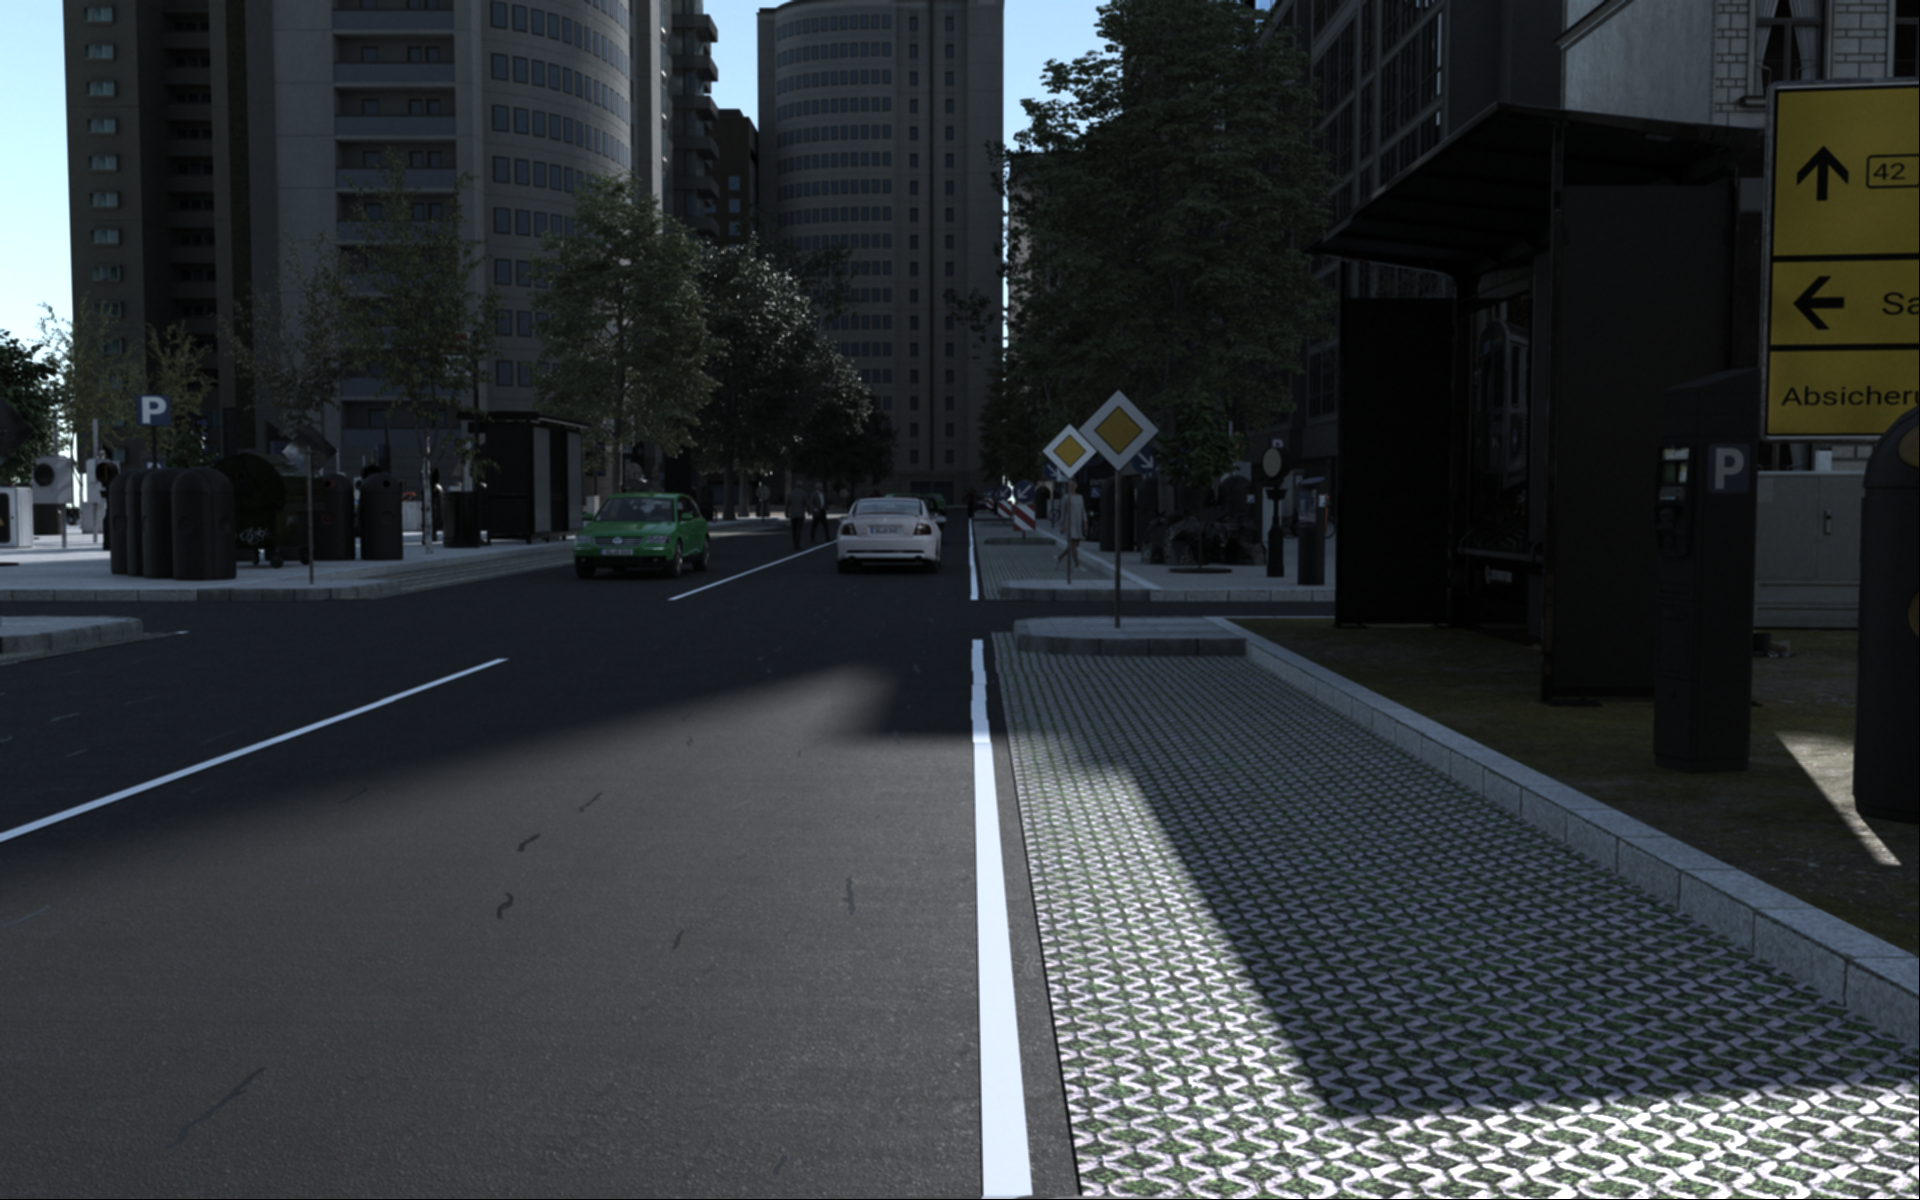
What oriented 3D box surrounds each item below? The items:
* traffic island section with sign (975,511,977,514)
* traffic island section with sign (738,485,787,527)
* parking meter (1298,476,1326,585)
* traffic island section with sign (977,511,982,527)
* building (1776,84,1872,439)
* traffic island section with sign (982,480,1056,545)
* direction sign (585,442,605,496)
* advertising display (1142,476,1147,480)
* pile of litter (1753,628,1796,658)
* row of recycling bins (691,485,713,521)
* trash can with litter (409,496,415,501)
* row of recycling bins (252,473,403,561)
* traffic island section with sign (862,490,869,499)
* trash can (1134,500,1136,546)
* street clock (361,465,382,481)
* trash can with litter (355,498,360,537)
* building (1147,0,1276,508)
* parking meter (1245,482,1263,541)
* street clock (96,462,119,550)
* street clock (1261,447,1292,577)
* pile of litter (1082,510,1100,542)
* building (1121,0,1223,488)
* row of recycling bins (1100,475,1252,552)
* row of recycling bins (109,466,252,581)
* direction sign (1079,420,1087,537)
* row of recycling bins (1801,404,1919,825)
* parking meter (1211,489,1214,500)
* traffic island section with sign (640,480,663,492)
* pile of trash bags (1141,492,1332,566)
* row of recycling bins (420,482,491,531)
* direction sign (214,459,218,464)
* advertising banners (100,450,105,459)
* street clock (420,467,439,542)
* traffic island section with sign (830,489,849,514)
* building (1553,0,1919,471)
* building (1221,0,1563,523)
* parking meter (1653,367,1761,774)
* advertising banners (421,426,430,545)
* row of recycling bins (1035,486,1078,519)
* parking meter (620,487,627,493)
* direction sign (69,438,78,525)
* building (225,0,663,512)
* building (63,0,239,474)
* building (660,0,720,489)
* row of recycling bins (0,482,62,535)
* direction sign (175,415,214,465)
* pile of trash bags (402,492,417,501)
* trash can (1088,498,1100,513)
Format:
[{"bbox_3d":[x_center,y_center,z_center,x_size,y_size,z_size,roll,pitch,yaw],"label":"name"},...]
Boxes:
[{"bbox_3d":[2.093,-7.203,126.397,1.989,1.847,2.006,0,4,0],"label":"traffic island section with sign"},{"bbox_3d":[-8.674,-4.145,76.405,1.989,1.847,2.006,0,4,0],"label":"traffic island section with sign"},{"bbox_3d":[4.965,-0.981,24.449,0.372,1.533,0.369,0,3,0],"label":"parking meter"},{"bbox_3d":[1.844,-4.144,76.381,1.989,1.847,2.006,0,4,0],"label":"traffic island section with sign"},{"bbox_3d":[65.436,-32.371,152.959,21.600,48.544,21.300,0,4,0],"label":"building"},{"bbox_3d":[1.703,-2.495,49.426,1.989,1.847,2.006,0,4,0],"label":"traffic island section with sign"},{"bbox_3d":[-15.824,-5.088,75.191,0.876,3.537,0.379,0,4,7],"label":"direction sign"},{"bbox_3d":[6.617,-3.305,59.245,0.123,1.923,0.974,-3,5,-43],"label":"advertising display"},{"bbox_3d":[6.074,-0.023,14.340,1.176,0.858,1.719,-1,4,-14],"label":"pile of litter"},{"bbox_3d":[-13.241,-4.580,82.001,3.534,1.692,1.069,2,4,23],"label":"row of recycling bins"},{"bbox_3d":[-22.174,-3.601,69.931,1.678,1.210,2.233,-2,4,-26],"label":"trash can with litter"},{"bbox_3d":[-12.633,-1.615,33.518,3.534,1.692,1.069,-1,4,-14],"label":"row of recycling bins"},{"bbox_3d":[-8.295,-8.862,153.527,1.989,1.847,2.006,0,4,0],"label":"traffic island section with sign"},{"bbox_3d":[4.531,-1.921,43.068,0.748,1.137,0.748,0,3,0],"label":"trash can"},{"bbox_3d":[-14.594,-2.350,42.998,0.471,2.002,0.358,-3,4,-36],"label":"street clock"},{"bbox_3d":[-17.789,-2.424,51.024,0.624,1.170,1.055,1,4,20],"label":"trash can with litter"},{"bbox_3d":[26.522,-49.730,125.758,22.319,86.520,31.000,0,4,0],"label":"building"},{"bbox_3d":[6.020,-1.658,35.515,0.372,1.533,0.369,0,3,0],"label":"parking meter"},{"bbox_3d":[-19.438,-2.138,39.518,0.471,2.002,0.358,1,4,22],"label":"street clock"},{"bbox_3d":[4.881,-1.356,26.746,0.358,2.002,0.471,-2,4,-32],"label":"street clock"},{"bbox_3d":[3.840,-2.017,46.949,1.176,0.858,1.719,0,4,-3],"label":"pile of litter"},{"bbox_3d":[25.885,-32.383,153.172,21.300,48.544,21.600,0,4,0],"label":"building"},{"bbox_3d":[4.789,-1.916,38.432,3.534,1.692,1.069,1,4,22],"label":"row of recycling bins"},{"bbox_3d":[-12.304,-1.211,26.916,1.069,1.692,3.534,-3,5,-44],"label":"row of recycling bins"},{"bbox_3d":[3.637,-3.644,51.578,0.379,3.537,0.876,1,4,17],"label":"direction sign"},{"bbox_3d":[4.469,0.089,5.657,1.069,1.692,3.534,-1,4,-17],"label":"row of recycling bins"},{"bbox_3d":[12.879,-4.939,89.158,0.372,1.533,0.369,0,3,0],"label":"parking meter"},{"bbox_3d":[-8.820,-2.488,49.304,1.989,1.847,2.006,0,4,0],"label":"traffic island section with sign"},{"bbox_3d":[5.111,-1.350,31.818,3.447,1.369,1.912,0,4,-5],"label":"pile of trash bags"},{"bbox_3d":[-17.416,-3.305,61.150,3.534,1.692,1.069,1,4,14],"label":"row of recycling bins"},{"bbox_3d":[-42.726,-6.529,98.740,0.876,3.537,0.379,0,4,-4],"label":"direction sign"},{"bbox_3d":[-33.596,-4.425,68.539,2.074,3.025,0.090,3,5,43],"label":"advertising banners"},{"bbox_3d":[-14.177,-2.565,46.500,0.358,2.002,0.471,0,4,8],"label":"street clock"},{"bbox_3d":[-8.425,-7.207,126.459,1.989,1.847,2.006,0,4,0],"label":"traffic island section with sign"},{"bbox_3d":[24.478,-10.744,40.288,19.286,19.102,10.561,0,4,0],"label":"building"},{"bbox_3d":[21.757,-17.943,86.871,14.314,27.812,24.014,0,4,0],"label":"building"},{"bbox_3d":[3.457,-0.143,8.046,0.399,1.863,0.255,-1,4,-16],"label":"parking meter"},{"bbox_3d":[-13.600,-2.932,44.118,0.090,3.025,2.074,-1,4,-12],"label":"advertising banners"},{"bbox_3d":[5.613,-5.037,89.474,3.534,1.692,1.069,1,4,11],"label":"row of recycling bins"},{"bbox_3d":[-12.514,-3.412,64.204,0.372,1.533,0.369,0,3,0],"label":"parking meter"},{"bbox_3d":[-36.264,-4.817,70.752,0.379,3.537,0.876,-2,4,-28],"label":"direction sign"},{"bbox_3d":[-32.558,-34.964,113.663,21.231,58.520,28.212,0,4,0],"label":"building"},{"bbox_3d":[-63.050,-32.398,153.405,21.600,48.544,21.300,0,4,0],"label":"building"},{"bbox_3d":[-37.028,-32.570,152.130,30.456,49.044,23.786,0,4,0],"label":"building"},{"bbox_3d":[-29.910,-2.920,54.855,3.534,1.692,1.069,1,4,19],"label":"row of recycling bins"},{"bbox_3d":[-22.131,-3.547,49.991,0.876,3.537,0.379,-2,4,-28],"label":"direction sign"},{"bbox_3d":[-22.768,-4.069,76.282,3.447,1.369,1.912,-1,4,-13],"label":"pile of trash bags"},{"bbox_3d":[4.831,-3.047,61.465,0.748,1.137,0.748,0,3,0],"label":"trash can"}]
